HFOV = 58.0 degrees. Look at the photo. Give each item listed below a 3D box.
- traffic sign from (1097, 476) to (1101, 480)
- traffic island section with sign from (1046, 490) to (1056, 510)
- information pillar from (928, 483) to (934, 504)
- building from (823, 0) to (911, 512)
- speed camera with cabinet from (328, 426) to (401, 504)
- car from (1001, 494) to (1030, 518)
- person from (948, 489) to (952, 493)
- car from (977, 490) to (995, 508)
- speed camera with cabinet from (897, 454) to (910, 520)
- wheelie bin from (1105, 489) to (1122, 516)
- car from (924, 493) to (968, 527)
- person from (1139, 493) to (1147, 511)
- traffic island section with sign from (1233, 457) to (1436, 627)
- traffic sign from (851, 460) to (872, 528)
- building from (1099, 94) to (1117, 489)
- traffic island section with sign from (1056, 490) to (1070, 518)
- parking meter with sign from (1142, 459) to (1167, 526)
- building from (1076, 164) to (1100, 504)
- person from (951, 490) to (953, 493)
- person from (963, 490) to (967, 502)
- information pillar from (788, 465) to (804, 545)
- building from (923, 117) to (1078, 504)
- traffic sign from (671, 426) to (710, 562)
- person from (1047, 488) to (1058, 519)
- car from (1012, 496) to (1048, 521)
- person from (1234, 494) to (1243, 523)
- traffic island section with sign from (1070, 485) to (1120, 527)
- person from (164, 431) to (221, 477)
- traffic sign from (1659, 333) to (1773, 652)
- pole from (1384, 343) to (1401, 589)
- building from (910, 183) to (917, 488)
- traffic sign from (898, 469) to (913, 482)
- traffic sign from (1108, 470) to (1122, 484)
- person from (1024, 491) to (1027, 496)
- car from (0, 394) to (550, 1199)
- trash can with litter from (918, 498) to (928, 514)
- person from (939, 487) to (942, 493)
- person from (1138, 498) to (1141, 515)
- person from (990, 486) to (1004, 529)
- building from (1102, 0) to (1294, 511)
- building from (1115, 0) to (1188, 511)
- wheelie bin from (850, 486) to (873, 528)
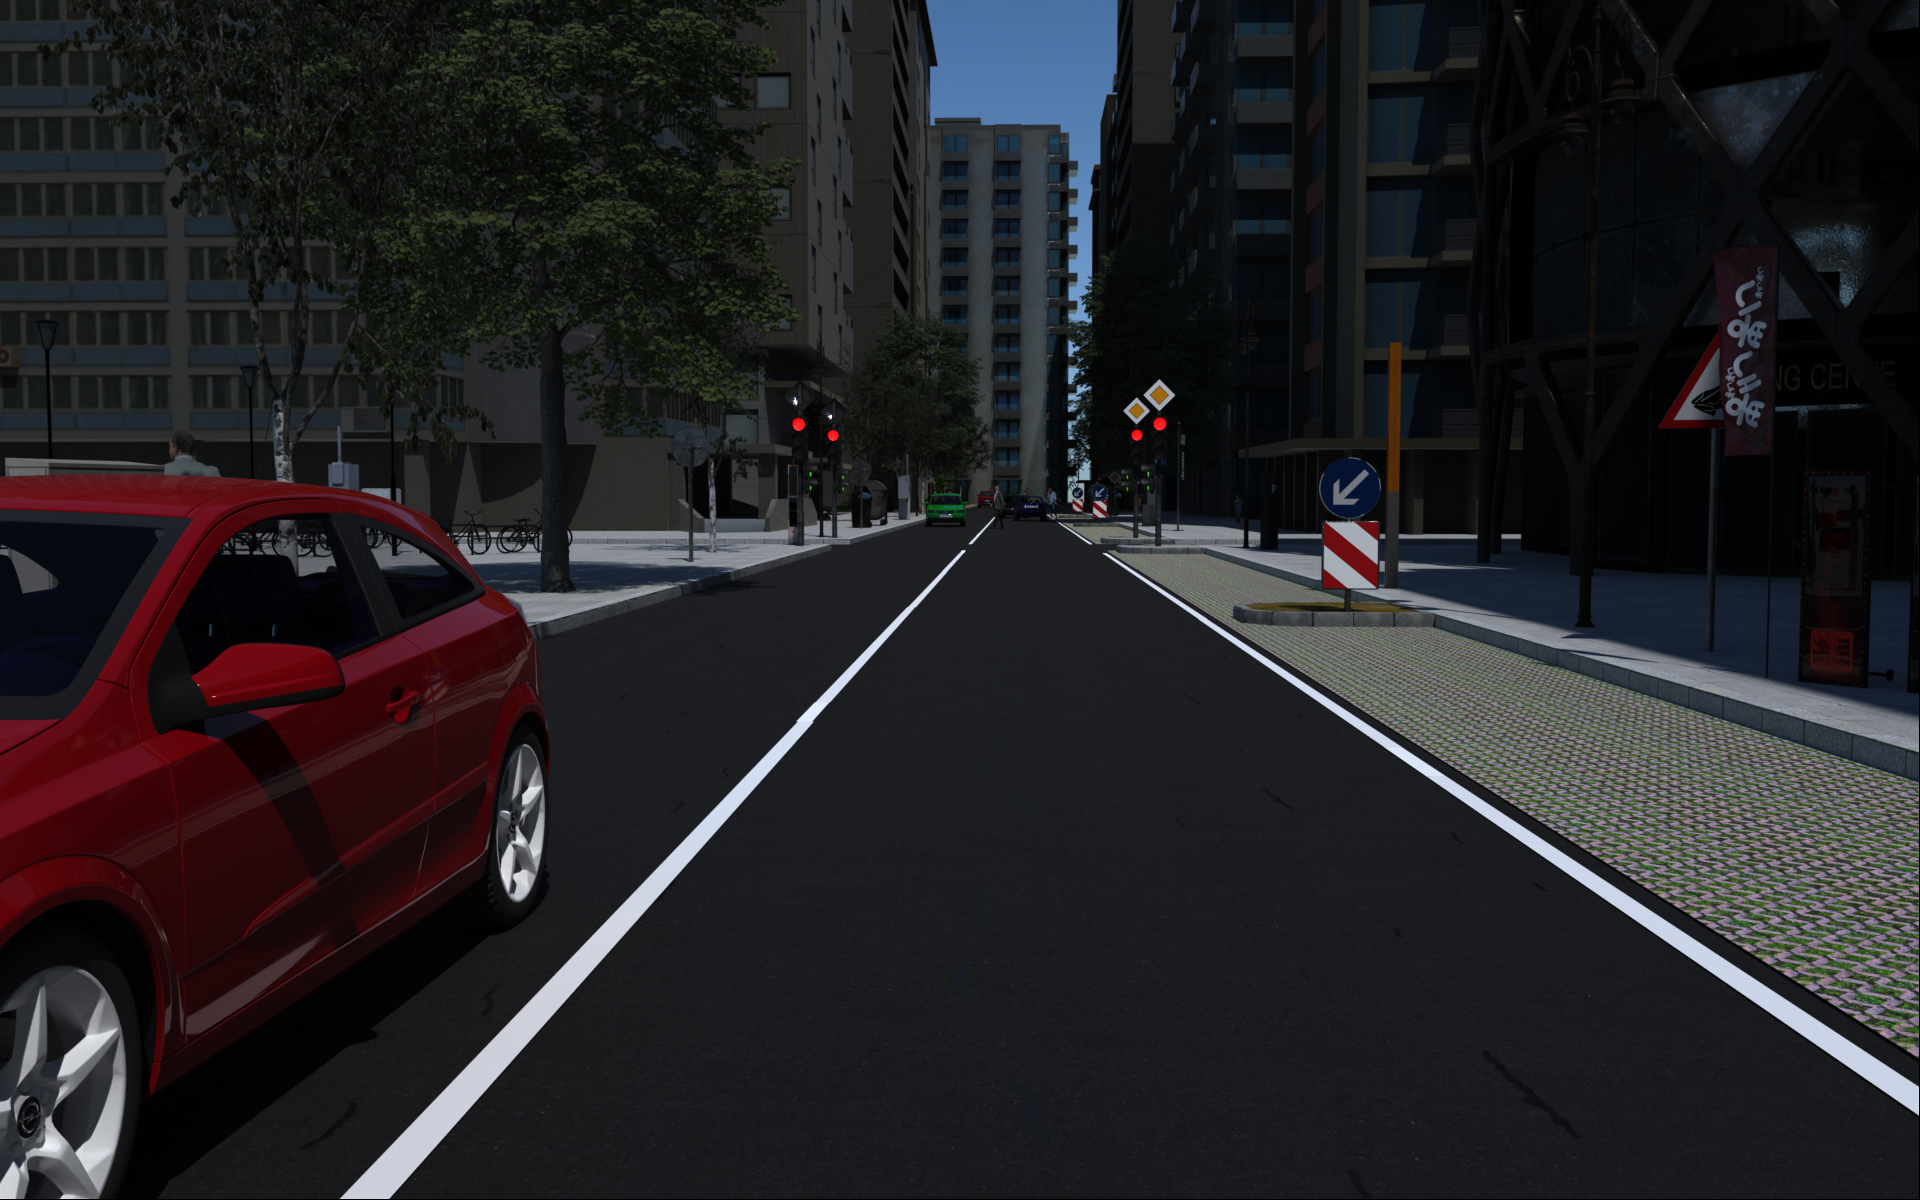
[{"bbox_3d":[9.951,-7.559,123.595,0.884,2.594,0.081,1,4,10],"label":"traffic sign"},{"bbox_3d":[8.486,-8.818,152.796,1.989,1.847,2.006,0,4,2],"label":"traffic island section with sign"},{"bbox_3d":[-1.872,-6.527,111.212,0.304,2.012,0.304,3,4,39],"label":"information pillar"},{"bbox_3d":[-15.206,-31.356,136.374,21.300,48.544,21.600,0,4,2],"label":"building"},{"bbox_3d":[-17.315,-3.429,50.396,2.038,3.252,0.660,1,4,14],"label":"speed camera with cabinet"},{"bbox_3d":[3.367,-5.783,104.343,2.009,1.686,4.222,0,4,2],"label":"car"},{"bbox_3d":[-1.096,-10.951,185.101,1.348,1.823,0.705,-2,4,-34],"label":"person"},{"bbox_3d":[2.892,-10.561,181.349,2.281,1.827,5.304,0,4,2],"label":"car"},{"bbox_3d":[-2.802,-5.646,86.642,0.660,3.252,2.038,0,4,0],"label":"speed camera with cabinet"},{"bbox_3d":[9.062,-5.757,102.041,0.980,1.594,0.693,0,4,-1],"label":"wheelie bin"},{"bbox_3d":[-0.620,-4.184,77.199,1.959,1.807,4.718,0,4,0],"label":"car"},{"bbox_3d":[13.580,-7.381,129.908,0.799,1.438,0.628,-1,4,-19],"label":"person"},{"bbox_3d":[4.132,-0.664,19.492,1.989,1.847,2.006,0,4,2],"label":"traffic island section with sign"},{"bbox_3d":[-3.669,-3.938,64.495,0.768,2.556,0.104,0,4,3],"label":"traffic sign"},{"bbox_3d":[22.612,-33.053,190.526,14.600,45.320,14.200,0,4,2],"label":"building"},{"bbox_3d":[6.867,-5.775,103.050,1.989,1.847,2.006,0,4,2],"label":"traffic island section with sign"},{"bbox_3d":[7.731,-4.461,69.205,0.543,3.016,1.738,2,4,24],"label":"parking meter with sign"},{"bbox_3d":[29.529,-34.707,222.086,28.867,44.769,22.147,0,4,2],"label":"building"},{"bbox_3d":[-0.909,-11.780,198.778,0.705,1.807,1.348,-3,5,-44],"label":"person"},{"bbox_3d":[0.518,-11.862,200.704,0.721,1.735,1.217,1,4,17],"label":"person"},{"bbox_3d":[-4.126,-2.391,43.585,0.304,2.012,0.304,2,4,24],"label":"information pillar"},{"bbox_3d":[-0.290,-36.914,223.150,30.456,49.044,23.786,0,4,2],"label":"building"},{"bbox_3d":[-5.083,-1.992,32.671,0.768,2.556,0.104,1,4,10],"label":"traffic sign"},{"bbox_3d":[5.263,-5.489,98.511,0.793,1.790,0.793,1,4,12],"label":"person"},{"bbox_3d":[3.774,-4.946,93.447,1.945,1.354,3.894,0,3,0],"label":"car"},{"bbox_3d":[12.245,-4.033,76.257,0.425,1.301,0.394,1,4,22],"label":"person"},{"bbox_3d":[5.980,-4.117,75.935,1.989,1.847,2.006,0,4,2],"label":"traffic island section with sign"},{"bbox_3d":[-6.457,-0.514,14.543,0.391,1.810,0.635,3,4,38],"label":"person"},{"bbox_3d":[6.108,-0.858,14.038,0.884,2.594,0.081,1,4,8],"label":"traffic sign"},{"bbox_3d":[5.862,-1.811,23.450,0.158,3.312,0.155,0,3,0],"label":"pole"},{"bbox_3d":[-11.223,-23.422,154.651,14.160,30.474,14.107,0,4,2],"label":"building"},{"bbox_3d":[-2.774,-5.406,88.489,0.768,2.556,0.104,1,4,8],"label":"traffic sign"},{"bbox_3d":[8.522,-5.837,95.168,0.795,2.593,0.064,1,4,10],"label":"traffic sign"},{"bbox_3d":[5.673,-8.466,147.723,0.445,1.727,0.742,-1,4,-19],"label":"person"},{"bbox_3d":[-2.409,0.286,4.357,2.155,1.783,4.494,0,4,3],"label":"car"},{"bbox_3d":[-2.249,-6.291,114.244,1.055,1.170,0.624,-1,4,-18],"label":"trash can with litter"},{"bbox_3d":[-1.604,-8.045,137.537,0.705,1.831,1.348,-1,4,-9],"label":"person"},{"bbox_3d":[10.732,-5.735,104.482,0.362,1.253,0.373,3,5,42],"label":"person"},{"bbox_3d":[1.495,-3.818,71.319,0.834,1.777,0.661,-3,4,-37],"label":"person"},{"bbox_3d":[26.251,-33.538,167.963,23.786,49.044,30.456,0,4,2],"label":"building"},{"bbox_3d":[24.035,-31.664,141.405,21.300,48.544,21.600,0,4,2],"label":"building"},{"bbox_3d":[-3.750,-3.547,65.902,0.980,1.594,0.693,3,4,37],"label":"wheelie bin"}]
